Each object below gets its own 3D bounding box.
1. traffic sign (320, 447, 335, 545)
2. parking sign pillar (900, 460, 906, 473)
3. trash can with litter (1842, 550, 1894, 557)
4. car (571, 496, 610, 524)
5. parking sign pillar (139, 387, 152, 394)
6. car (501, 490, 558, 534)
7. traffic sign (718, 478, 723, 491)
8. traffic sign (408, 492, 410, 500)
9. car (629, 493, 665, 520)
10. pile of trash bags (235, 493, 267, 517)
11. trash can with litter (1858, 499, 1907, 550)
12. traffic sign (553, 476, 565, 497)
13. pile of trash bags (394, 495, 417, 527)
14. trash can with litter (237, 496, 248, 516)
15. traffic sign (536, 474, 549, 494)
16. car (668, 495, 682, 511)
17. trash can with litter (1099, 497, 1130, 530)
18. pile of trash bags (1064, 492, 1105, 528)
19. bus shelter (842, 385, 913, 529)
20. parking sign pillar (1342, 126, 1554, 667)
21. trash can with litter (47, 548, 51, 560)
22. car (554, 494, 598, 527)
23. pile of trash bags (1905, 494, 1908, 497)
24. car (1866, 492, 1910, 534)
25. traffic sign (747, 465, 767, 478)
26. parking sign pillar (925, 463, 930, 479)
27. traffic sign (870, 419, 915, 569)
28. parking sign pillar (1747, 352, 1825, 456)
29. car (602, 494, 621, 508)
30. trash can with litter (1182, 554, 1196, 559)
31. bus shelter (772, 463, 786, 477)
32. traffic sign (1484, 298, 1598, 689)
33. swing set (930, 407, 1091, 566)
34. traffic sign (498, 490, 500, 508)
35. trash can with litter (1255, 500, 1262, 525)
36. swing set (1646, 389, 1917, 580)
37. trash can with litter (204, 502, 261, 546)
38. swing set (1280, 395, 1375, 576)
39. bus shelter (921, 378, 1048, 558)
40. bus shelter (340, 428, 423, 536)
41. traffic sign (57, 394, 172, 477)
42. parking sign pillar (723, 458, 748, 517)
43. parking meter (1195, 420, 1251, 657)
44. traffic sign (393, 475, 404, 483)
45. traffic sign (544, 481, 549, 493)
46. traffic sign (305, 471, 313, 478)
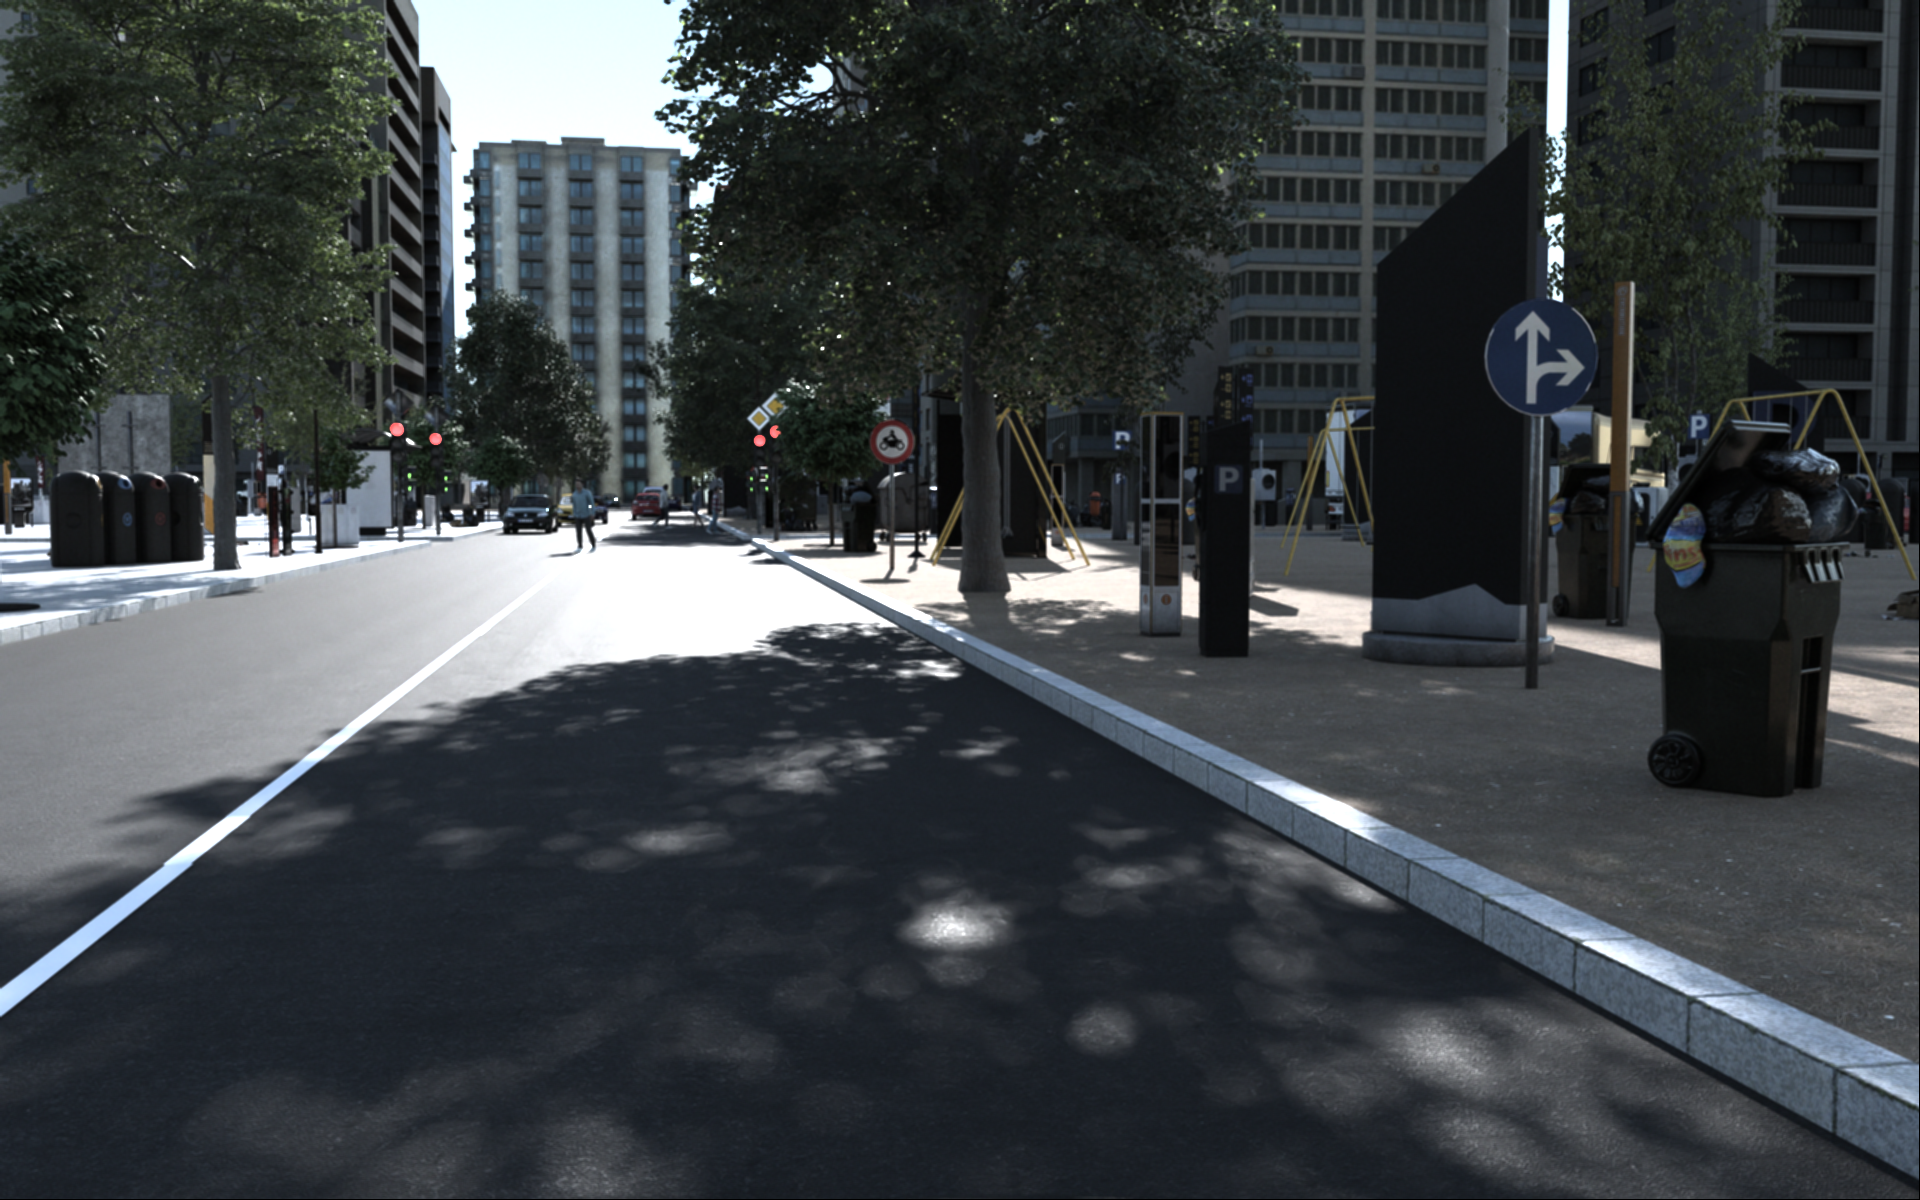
[{"bbox_3d":[-15.191,-2.563,42.016,0.768,2.556,0.104,0,4,-5],"label":"traffic sign"},{"bbox_3d":[-3.509,-7.704,114.435,1.447,3.967,1.447,-2,4,-29],"label":"parking sign pillar"},{"bbox_3d":[17.928,-1.500,35.582,2.233,1.210,1.678,2,4,34],"label":"trash can with litter"},{"bbox_3d":[-17.941,-4.363,83.923,1.945,1.354,3.894,-1,4,-11],"label":"car"},{"bbox_3d":[-20.886,-3.353,43.298,1.447,3.967,1.447,3,4,36],"label":"parking sign pillar"},{"bbox_3d":[-15.812,-3.305,63.818,2.009,1.686,4.222,-1,4,-8],"label":"car"},{"bbox_3d":[-15.178,-6.639,110.684,0.606,2.300,0.079,0,4,-5],"label":"traffic sign"},{"bbox_3d":[-24.551,-4.711,77.125,0.768,2.556,0.104,0,4,-2],"label":"traffic sign"},{"bbox_3d":[-17.360,-5.346,96.443,2.155,1.783,4.494,-1,4,-10],"label":"car"},{"bbox_3d":[-41.282,-5.450,98.853,3.447,1.369,1.912,-3,5,-40],"label":"pile of trash bags"},{"bbox_3d":[21.419,-1.765,40.240,1.055,1.170,0.624,-1,4,-20],"label":"trash can with litter"},{"bbox_3d":[-28.635,-7.562,123.649,0.884,2.594,0.081,0,4,-4],"label":"traffic sign"},{"bbox_3d":[-22.471,-3.593,68.493,1.912,1.369,3.447,-1,4,-14],"label":"pile of trash bags"},{"bbox_3d":[-42.026,-5.509,101.463,0.624,1.170,1.055,-1,4,-21],"label":"trash can with litter"},{"bbox_3d":[-26.057,-6.605,108.104,0.768,2.556,0.104,0,4,-4],"label":"traffic sign"},{"bbox_3d":[-24.118,-8.064,144.422,1.945,1.354,3.894,-1,4,-10],"label":"car"},{"bbox_3d":[5.569,-3.108,62.204,1.055,1.170,0.624,0,4,-6],"label":"trash can with litter"},{"bbox_3d":[4.884,-3.490,66.816,1.912,1.369,3.447,-1,4,-9],"label":"pile of trash bags"},{"bbox_3d":[-3.175,-5.144,61.739,2.179,5.291,8.768,-1,4,-10],"label":"bus shelter"},{"bbox_3d":[3.880,-1.525,13.413,1.447,3.967,1.447,-3,5,-43],"label":"parking sign pillar"},{"bbox_3d":[-17.454,-1.368,33.754,1.055,1.170,0.624,2,4,33],"label":"trash can with litter"},{"bbox_3d":[-17.149,-4.094,77.160,2.015,1.641,3.980,-1,4,-12],"label":"car"},{"bbox_3d":[36.772,-3.507,67.095,1.912,1.369,3.447,3,5,41],"label":"pile of trash bags"},{"bbox_3d":[30.772,-2.967,57.543,4.494,1.783,2.155,-1,4,-12],"label":"car"},{"bbox_3d":[-6.721,-3.558,58.185,0.884,2.594,0.081,0,4,-3],"label":"traffic sign"},{"bbox_3d":[-1.740,-7.791,115.855,1.447,3.967,1.447,3,4,38],"label":"parking sign pillar"},{"bbox_3d":[-1.161,-1.801,29.560,0.768,2.556,0.104,0,4,-6],"label":"traffic sign"},{"bbox_3d":[15.572,-2.706,32.721,1.447,3.967,1.447,1,4,15],"label":"parking sign pillar"},{"bbox_3d":[-35.355,-9.992,175.167,2.131,1.459,4.920,-1,4,-10],"label":"car"},{"bbox_3d":[4.884,-1.432,34.467,2.233,1.210,1.678,-1,4,-12],"label":"trash can with litter"},{"bbox_3d":[-11.005,-8.001,108.449,2.179,5.291,8.768,-1,4,-10],"label":"bus shelter"},{"bbox_3d":[3.775,-0.688,11.361,0.768,2.556,0.104,0,4,-7],"label":"traffic sign"},{"bbox_3d":[0.873,-2.133,32.502,2.862,2.851,3.119,0,4,-2],"label":"swing set"},{"bbox_3d":[-28.253,-6.484,106.125,0.768,2.556,0.104,0,4,-5],"label":"traffic sign"},{"bbox_3d":[11.960,-3.631,70.749,0.624,1.170,1.055,3,4,38],"label":"trash can with litter"},{"bbox_3d":[12.834,-1.817,27.327,2.862,2.851,3.119,0,4,-3],"label":"swing set"},{"bbox_3d":[-18.289,-1.954,43.013,1.678,1.210,2.233,-1,4,-13],"label":"trash can with litter"},{"bbox_3d":[7.191,-1.799,27.037,2.862,2.851,3.119,-3,5,-44],"label":"swing set"},{"bbox_3d":[0.468,-2.835,37.627,1.731,3.624,6.357,-1,4,-10],"label":"bus shelter"},{"bbox_3d":[-18.683,-3.781,55.741,2.014,3.302,5.546,-1,4,-10],"label":"bus shelter"},{"bbox_3d":[-17.259,-2.537,35.347,2.265,3.308,0.079,0,4,-2],"label":"traffic sign"},{"bbox_3d":[-12.843,-6.764,99.062,1.447,3.967,1.447,1,4,10],"label":"parking sign pillar"},{"bbox_3d":[2.073,-0.487,13.675,0.399,1.863,0.255,0,4,-4],"label":"parking meter"},{"bbox_3d":[-23.065,-4.294,71.393,0.795,2.450,0.064,0,4,-1],"label":"traffic sign"},{"bbox_3d":[-30.282,-7.703,126.057,0.768,2.556,0.104,0,4,-1],"label":"traffic sign"},{"bbox_3d":[-21.753,-3.596,58.796,0.884,2.594,0.081,-1,4,-10],"label":"traffic sign"}]
